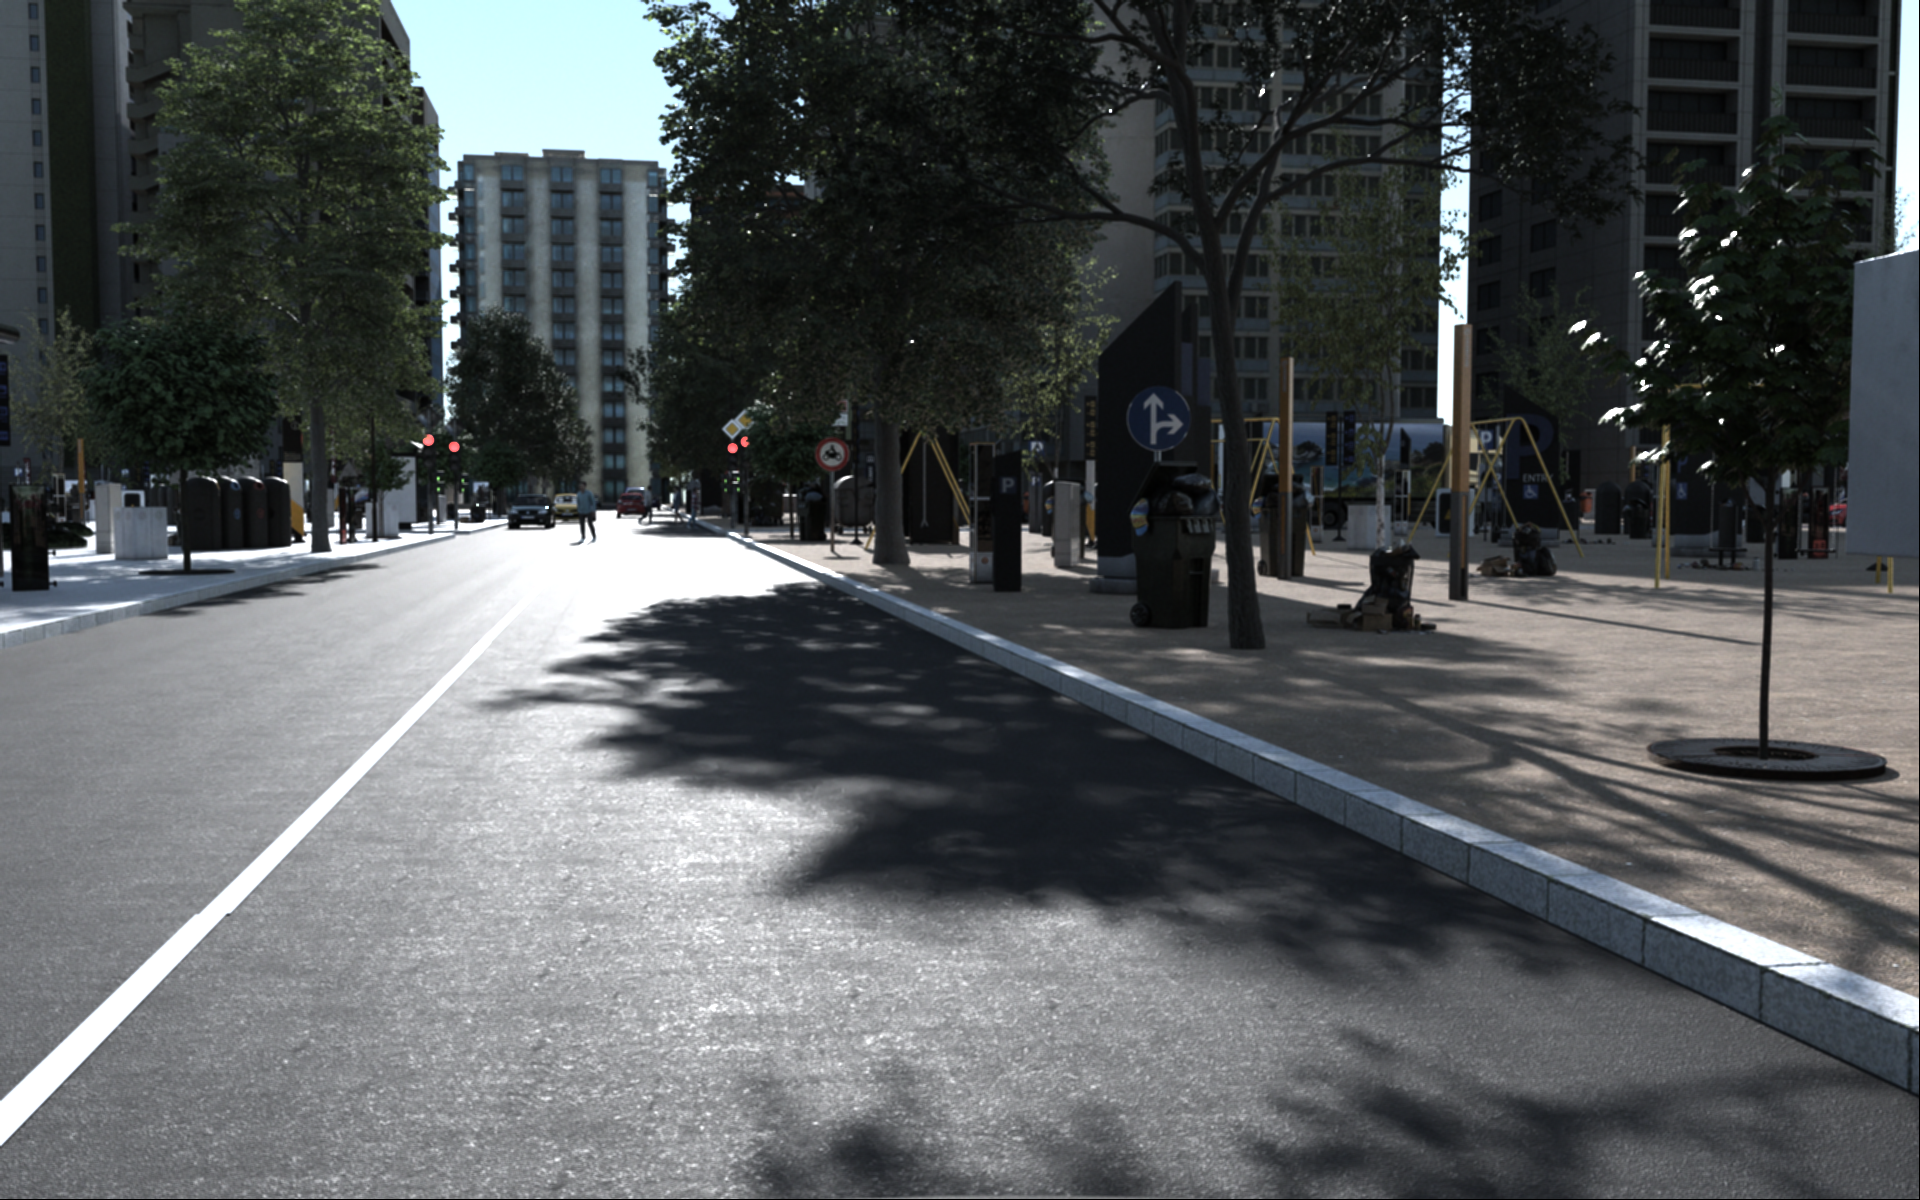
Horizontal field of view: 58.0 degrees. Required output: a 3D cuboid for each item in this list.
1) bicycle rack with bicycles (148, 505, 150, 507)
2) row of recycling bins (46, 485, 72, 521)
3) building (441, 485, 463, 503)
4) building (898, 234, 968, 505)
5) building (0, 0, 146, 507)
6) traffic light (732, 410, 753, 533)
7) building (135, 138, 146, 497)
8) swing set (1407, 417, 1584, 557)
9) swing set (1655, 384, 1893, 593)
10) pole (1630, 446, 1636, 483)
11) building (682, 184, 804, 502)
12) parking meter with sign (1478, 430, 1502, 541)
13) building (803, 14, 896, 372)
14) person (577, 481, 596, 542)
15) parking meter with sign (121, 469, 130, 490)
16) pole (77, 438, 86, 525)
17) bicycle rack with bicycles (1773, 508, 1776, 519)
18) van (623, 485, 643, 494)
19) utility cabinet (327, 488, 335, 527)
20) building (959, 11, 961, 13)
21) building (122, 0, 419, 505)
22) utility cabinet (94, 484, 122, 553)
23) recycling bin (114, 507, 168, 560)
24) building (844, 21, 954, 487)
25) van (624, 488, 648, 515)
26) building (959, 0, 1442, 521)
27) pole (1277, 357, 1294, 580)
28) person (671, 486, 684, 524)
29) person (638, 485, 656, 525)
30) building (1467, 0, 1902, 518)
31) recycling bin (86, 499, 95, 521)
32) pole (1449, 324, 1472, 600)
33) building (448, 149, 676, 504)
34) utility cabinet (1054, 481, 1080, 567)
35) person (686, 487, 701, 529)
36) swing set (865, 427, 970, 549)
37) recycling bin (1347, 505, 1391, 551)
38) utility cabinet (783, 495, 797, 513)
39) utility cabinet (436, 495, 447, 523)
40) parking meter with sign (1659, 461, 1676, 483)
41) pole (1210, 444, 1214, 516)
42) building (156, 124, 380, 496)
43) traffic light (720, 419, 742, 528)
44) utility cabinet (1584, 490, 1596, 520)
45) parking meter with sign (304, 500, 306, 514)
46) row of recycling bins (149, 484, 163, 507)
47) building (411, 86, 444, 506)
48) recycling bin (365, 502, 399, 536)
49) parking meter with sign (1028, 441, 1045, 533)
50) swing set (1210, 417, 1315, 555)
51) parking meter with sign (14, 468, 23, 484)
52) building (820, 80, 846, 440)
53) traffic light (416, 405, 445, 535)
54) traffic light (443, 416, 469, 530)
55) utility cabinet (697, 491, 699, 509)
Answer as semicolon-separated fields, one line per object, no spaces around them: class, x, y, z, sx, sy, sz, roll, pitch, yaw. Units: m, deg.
bicycle rack with bicycles;-57.408;-6.773;124.128;2.852;0.926;2.925;-3;5;-43
row of recycling bins;-42.865;-4.542;81.380;1.069;1.692;3.534;1;4;11
building;-84.676;-39.747;239.107;27.495;52.752;28.713;-1;4;-11
building;9.677;-17.419;129.847;27.650;21.520;28.899;-1;4;-11
building;-97.889;-38.754;175.629;28.212;58.520;21.231;-1;4;-11
traffic light;-7.015;-4.141;56.632;0.839;4.253;0.868;-1;4;-11
building;-77.647;-30.575;183.488;14.086;41.232;14.154;-1;4;-11
swing set;11.174;-2.383;36.587;2.862;2.851;3.119;0;4;-4
swing set;11.280;-1.632;24.306;3.119;2.851;2.862;2;4;25
pole;28.535;-4.873;73.512;0.158;3.312;0.155;0;3;0
building;-25.545;-36.253;247.363;28.867;44.769;22.147;-1;4;-11
parking meter with sign;14.994;-3.134;47.509;1.738;3.016;0.543;-2;4;-33
building;-2.472;-36.781;190.600;28.713;52.752;27.495;-1;4;-11
person;-11.166;-2.651;51.869;0.660;1.820;0.620;1;4;15
parking meter with sign;-57.643;-7.537;119.494;0.543;3.016;1.738;-1;4;-21
pole;-32.213;-4.261;63.515;0.158;3.312;0.155;0;3;0
bicycle rack with bicycles;40.774;-4.329;84.166;2.925;0.926;2.852;-2;4;-23
van;-29.760;-9.433;158.608;2.240;2.365;5.245;-1;4;-10
utility cabinet;-24.316;-3.546;66.650;0.318;1.500;1.173;-2;4;-29
building;4.055;-57.457;252.094;31.000;86.520;22.319;-1;4;-11
building;-61.548;-32.555;155.982;21.300;48.544;21.600;-1;4;-11
utility cabinet;-18.473;-1.766;37.560;0.318;1.500;1.173;-1;4;-15
recycling bin;-16.099;-1.314;34.043;0.722;1.027;0.722;2;4;33
building;-3.500;-28.816;154.731;14.154;41.232;14.086;-1;4;-11
van;-22.496;-6.934;120.378;2.013;2.044;4.112;-1;4;-10
building;13.225;-24.764;96.775;23.993;40.220;32.217;-1;4;-11
pole;4.872;-1.961;25.913;0.158;3.312;0.155;0;3;0
person;-13.397;-4.506;82.202;0.654;1.822;0.581;-2;4;-27
person;-14.652;-4.445;81.027;0.795;1.843;0.661;-2;4;-30
building;43.534;-40.389;98.605;20.611;71.187;20.563;-1;4;-11
recycling bin;-41.036;-4.228;81.686;0.722;1.027;0.722;0;4;8
pole;6.039;-1.654;20.890;0.158;3.312;0.155;0;3;0
building;-55.344;-38.147;243.313;30.456;49.044;23.786;-1;4;-11
utility cabinet;1.912;-1.342;30.624;0.318;1.500;1.173;1;4;12
person;-10.975;-3.793;71.360;0.643;1.720;0.563;-1;4;-10
swing set;-0.856;-2.690;41.598;2.862;2.851;3.119;0;4;-3
recycling bin;9.368;-1.658;39.663;0.722;1.027;0.722;-1;4;-23
utility cabinet;-11.679;-6.576;118.676;1.020;1.237;0.306;-2;4;-24
utility cabinet;-22.936;-4.004;76.630;0.306;1.237;1.020;0;4;-7
parking meter with sign;34.882;-5.407;84.665;0.543;3.016;1.738;-1;4;-10
pole;10.184;-4.666;70.139;0.158;3.312;0.155;0;3;0
building;-55.023;-22.483;139.294;14.160;30.474;14.107;-1;4;-11
traffic light;-8.490;-4.621;64.481;0.839;4.253;0.868;-1;4;-11
utility cabinet;31.425;-4.696;85.458;1.173;1.500;0.318;2;4;35
parking meter with sign;-43.081;-7.115;112.597;0.543;3.016;1.738;0;4;2
row of recycling bins;-32.632;-3.973;72.064;3.534;1.692;1.069;3;5;39
building;-63.761;-32.779;186.040;14.200;45.320;14.600;-1;4;-11
recycling bin;-17.577;-2.454;52.670;0.722;1.027;0.722;3;4;38
parking meter with sign;2.520;-3.743;57.465;0.543;3.016;1.738;0;4;1
swing set;5.536;-2.361;36.220;2.862;2.851;3.119;-3;5;-44
parking meter with sign;-63.266;-7.371;116.771;0.543;3.016;1.738;-1;4;-18
building;-5.915;-31.737;169.010;14.600;45.320;14.200;-1;4;-11
traffic light;-16.753;-4.029;54.792;0.839;4.253;0.868;-1;4;-11
traffic light;-18.228;-4.509;62.641;0.839;4.253;0.868;-1;4;-11
utility cabinet;-20.389;-7.780;135.877;0.318;1.500;1.173;1;4;23
